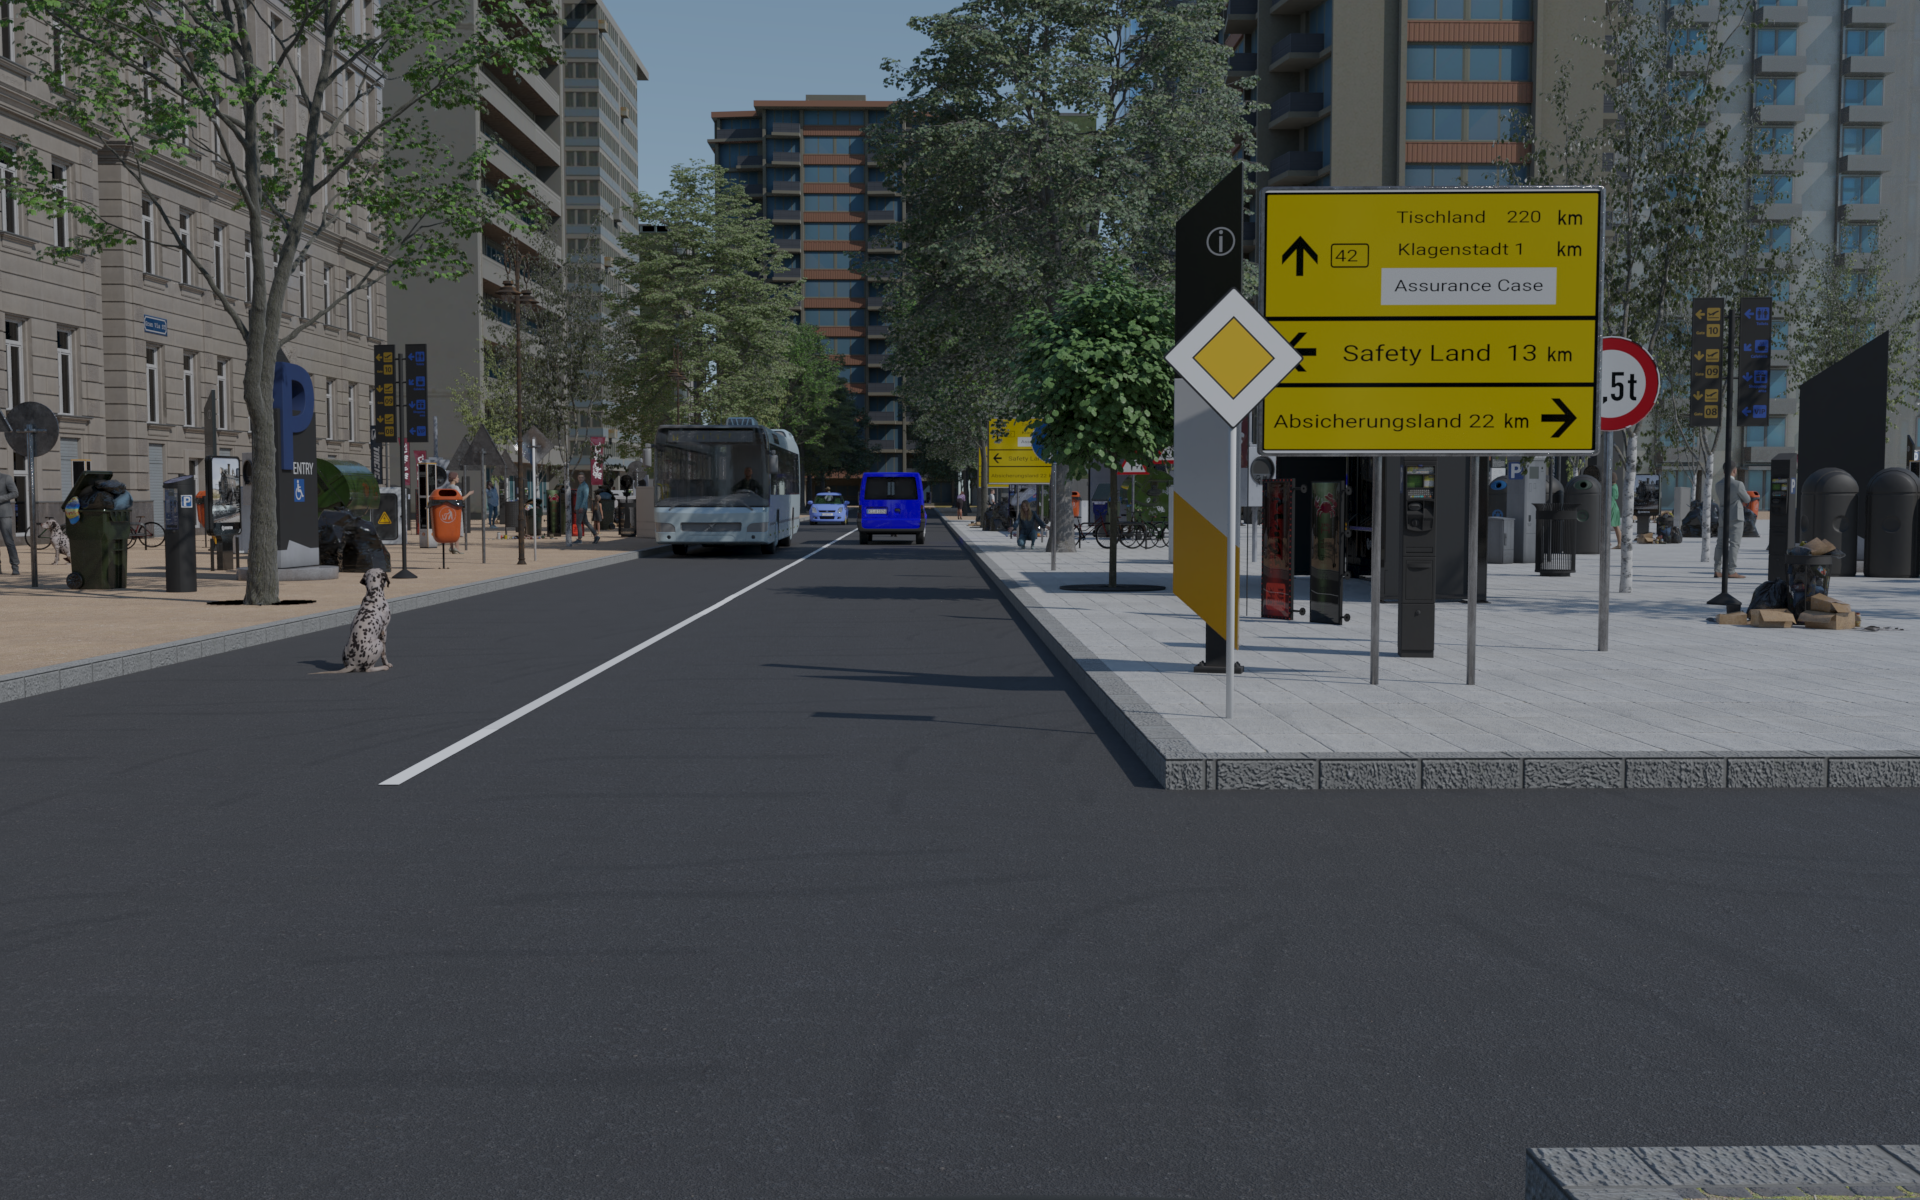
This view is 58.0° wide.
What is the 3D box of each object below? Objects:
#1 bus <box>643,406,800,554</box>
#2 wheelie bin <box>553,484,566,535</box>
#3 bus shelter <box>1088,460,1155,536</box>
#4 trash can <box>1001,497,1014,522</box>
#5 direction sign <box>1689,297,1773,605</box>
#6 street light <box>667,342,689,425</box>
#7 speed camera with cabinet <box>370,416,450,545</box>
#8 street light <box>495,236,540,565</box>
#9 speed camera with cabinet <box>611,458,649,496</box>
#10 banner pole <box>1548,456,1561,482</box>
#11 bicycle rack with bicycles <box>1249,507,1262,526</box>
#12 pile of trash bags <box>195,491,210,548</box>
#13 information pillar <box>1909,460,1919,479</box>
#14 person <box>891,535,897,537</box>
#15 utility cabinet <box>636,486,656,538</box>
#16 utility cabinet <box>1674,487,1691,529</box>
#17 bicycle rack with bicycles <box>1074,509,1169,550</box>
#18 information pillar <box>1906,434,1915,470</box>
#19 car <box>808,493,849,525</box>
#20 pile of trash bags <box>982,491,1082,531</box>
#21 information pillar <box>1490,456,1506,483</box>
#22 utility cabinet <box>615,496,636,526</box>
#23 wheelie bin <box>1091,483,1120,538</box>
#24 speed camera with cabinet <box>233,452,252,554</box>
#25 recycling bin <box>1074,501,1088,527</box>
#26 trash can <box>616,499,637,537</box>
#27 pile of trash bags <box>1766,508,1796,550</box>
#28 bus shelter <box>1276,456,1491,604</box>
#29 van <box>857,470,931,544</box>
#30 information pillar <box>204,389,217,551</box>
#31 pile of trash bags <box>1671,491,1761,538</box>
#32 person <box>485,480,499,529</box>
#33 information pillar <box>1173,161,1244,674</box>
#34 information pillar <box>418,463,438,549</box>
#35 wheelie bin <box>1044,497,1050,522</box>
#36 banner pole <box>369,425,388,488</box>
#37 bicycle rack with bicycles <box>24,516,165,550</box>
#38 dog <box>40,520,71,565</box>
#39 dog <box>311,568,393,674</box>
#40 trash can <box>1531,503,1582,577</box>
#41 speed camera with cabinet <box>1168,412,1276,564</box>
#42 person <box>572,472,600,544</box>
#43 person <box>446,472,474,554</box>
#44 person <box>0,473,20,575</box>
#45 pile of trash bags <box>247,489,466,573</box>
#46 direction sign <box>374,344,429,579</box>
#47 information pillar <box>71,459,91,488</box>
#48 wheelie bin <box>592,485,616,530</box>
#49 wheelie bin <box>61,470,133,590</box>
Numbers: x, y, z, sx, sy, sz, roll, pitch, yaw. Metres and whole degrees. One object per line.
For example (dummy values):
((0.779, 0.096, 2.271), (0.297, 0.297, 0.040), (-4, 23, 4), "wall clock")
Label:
((-5.727, -3.009, 44.059), (2.948, 3.499, 13.247), (0, 4, -2), "bus")
((-12.550, -2.855, 54.583), (0.693, 1.594, 0.980), (1, 4, 11), "wheelie bin")
((5.078, -3.725, 54.828), (2.014, 3.302, 5.546), (0, 4, -1), "bus shelter")
((2.278, -4.219, 80.641), (0.748, 1.137, 0.748), (0, 3, 0), "trash can")
((8.880, -1.714, 20.019), (0.876, 3.537, 0.379), (0, 4, 6), "direction sign")
((-8.573, -4.891, 52.762), (0.468, 5.910, 1.993), (0, 4, -1), "street light")
((-13.928, -3.017, 43.671), (2.038, 3.252, 0.660), (-1, 4, -17), "speed camera with cabinet")
((-7.974, -3.581, 31.332), (0.468, 5.910, 1.993), (0, 4, -1), "street light")
((-15.121, -5.133, 78.259), (2.038, 3.252, 0.660), (0, 4, -5), "speed camera with cabinet")
((22.813, -4.670, 66.378), (0.401, 3.779, 0.863), (-1, 4, -21), "banner pole")
((13.248, -3.517, 70.887), (2.925, 0.926, 2.852), (2, 4, 27), "bicycle rack with bicycles")
((-16.559, -1.929, 41.284), (3.447, 1.369, 1.912), (1, 4, 9), "pile of trash bags")
((20.929, -2.037, 37.802), (0.304, 2.012, 0.304), (-1, 4, -21), "information pillar")
((-2.218, -3.038, 58.265), (0.694, 1.812, 0.767), (1, 4, 10), "person")
((-8.987, -2.550, 50.363), (0.318, 1.500, 1.173), (-3, 4, -39), "utility cabinet")
((22.444, -2.761, 53.814), (0.318, 1.500, 1.173), (1, 4, 14), "utility cabinet")
((4.116, -1.694, 41.071), (2.925, 0.926, 2.852), (2, 4, 34), "bicycle rack with bicycles")
((37.187, -4.677, 67.828), (0.183, 3.616, 0.504), (0, 4, 3), "information pillar")
((-6.107, -4.355, 80.790), (1.945, 1.707, 3.694), (0, 4, -1), "car")
((2.503, -3.082, 60.138), (3.447, 1.369, 1.912), (0, 4, -3), "pile of trash bags")
((17.168, -3.913, 55.336), (0.504, 3.616, 0.183), (-1, 4, -12), "information pillar")
((-13.475, -3.549, 69.183), (1.020, 1.237, 0.306), (-2, 4, -25), "utility cabinet")
((4.328, -2.657, 51.349), (0.693, 1.594, 0.980), (-3, 5, -45), "wheelie bin")
((-15.103, -2.593, 36.737), (0.660, 3.252, 2.038), (-3, 5, -44), "speed camera with cabinet")
((4.656, -3.350, 67.330), (0.722, 1.027, 0.722), (3, 5, 40), "recycling bin")
((-9.919, -2.455, 51.796), (0.748, 1.137, 0.748), (0, 3, 0), "trash can")
((18.795, -1.726, 37.977), (1.912, 1.369, 3.447), (1, 4, 23), "pile of trash bags")
((5.371, -1.960, 23.325), (1.731, 3.624, 6.357), (0, 4, -1), "bus shelter")
((-1.966, -2.851, 50.991), (2.240, 2.365, 5.245), (0, 4, -1), "van")
((-16.846, -2.913, 38.985), (0.183, 3.616, 0.504), (-3, 5, -45), "information pillar")
((22.961, -2.565, 51.692), (3.447, 1.369, 1.912), (-3, 5, -43), "pile of trash bags")
((-17.430, -3.560, 64.509), (0.793, 1.790, 0.793), (0, 4, -5), "person")
((1.785, -1.286, 12.381), (0.504, 3.616, 0.183), (1, 4, 16), "information pillar")
((-12.563, -2.226, 40.881), (0.304, 2.012, 0.304), (2, 4, 30), "information pillar")
((4.264, -4.429, 80.330), (0.693, 1.594, 0.980), (-2, 4, -35), "wheelie bin")
((-18.470, -3.990, 55.256), (0.863, 3.779, 0.401), (1, 4, 21), "banner pole")
((-19.947, -1.626, 39.969), (2.925, 0.926, 2.852), (-2, 4, -24), "bicycle rack with bicycles")
((-16.132, -1.039, 31.372), (0.800, 0.831, 0.513), (1, 4, 11), "dog")
((-4.928, 0.170, 14.051), (0.800, 0.831, 0.513), (-3, 5, -45), "dog")
((9.301, -0.941, 27.038), (0.748, 1.137, 0.748), (0, 3, 0), "trash can")
((4.870, -2.304, 32.010), (2.038, 3.252, 0.660), (-2, 4, -25), "speed camera with cabinet")
((-9.644, -2.363, 44.542), (0.748, 1.841, 0.638), (-1, 4, -10), "person")
((-10.722, -1.861, 37.033), (0.480, 1.755, 0.524), (3, 4, 39), "person")
((-15.242, -1.320, 27.435), (0.655, 1.846, 0.447), (0, 4, 4), "person")
((-9.985, -1.165, 28.802), (3.447, 1.369, 1.912), (-2, 4, -28), "pile of trash bags")
((-8.453, -2.095, 26.258), (0.876, 3.537, 0.379), (1, 4, 13), "direction sign")
((-18.692, -1.982, 36.893), (0.304, 2.012, 0.304), (0, 4, -6), "information pillar")
((-12.774, -3.316, 62.117), (0.693, 1.594, 0.980), (-3, 5, -43), "wheelie bin")
((-11.646, -0.952, 23.470), (0.693, 1.594, 0.980), (0, 4, 7), "wheelie bin")
